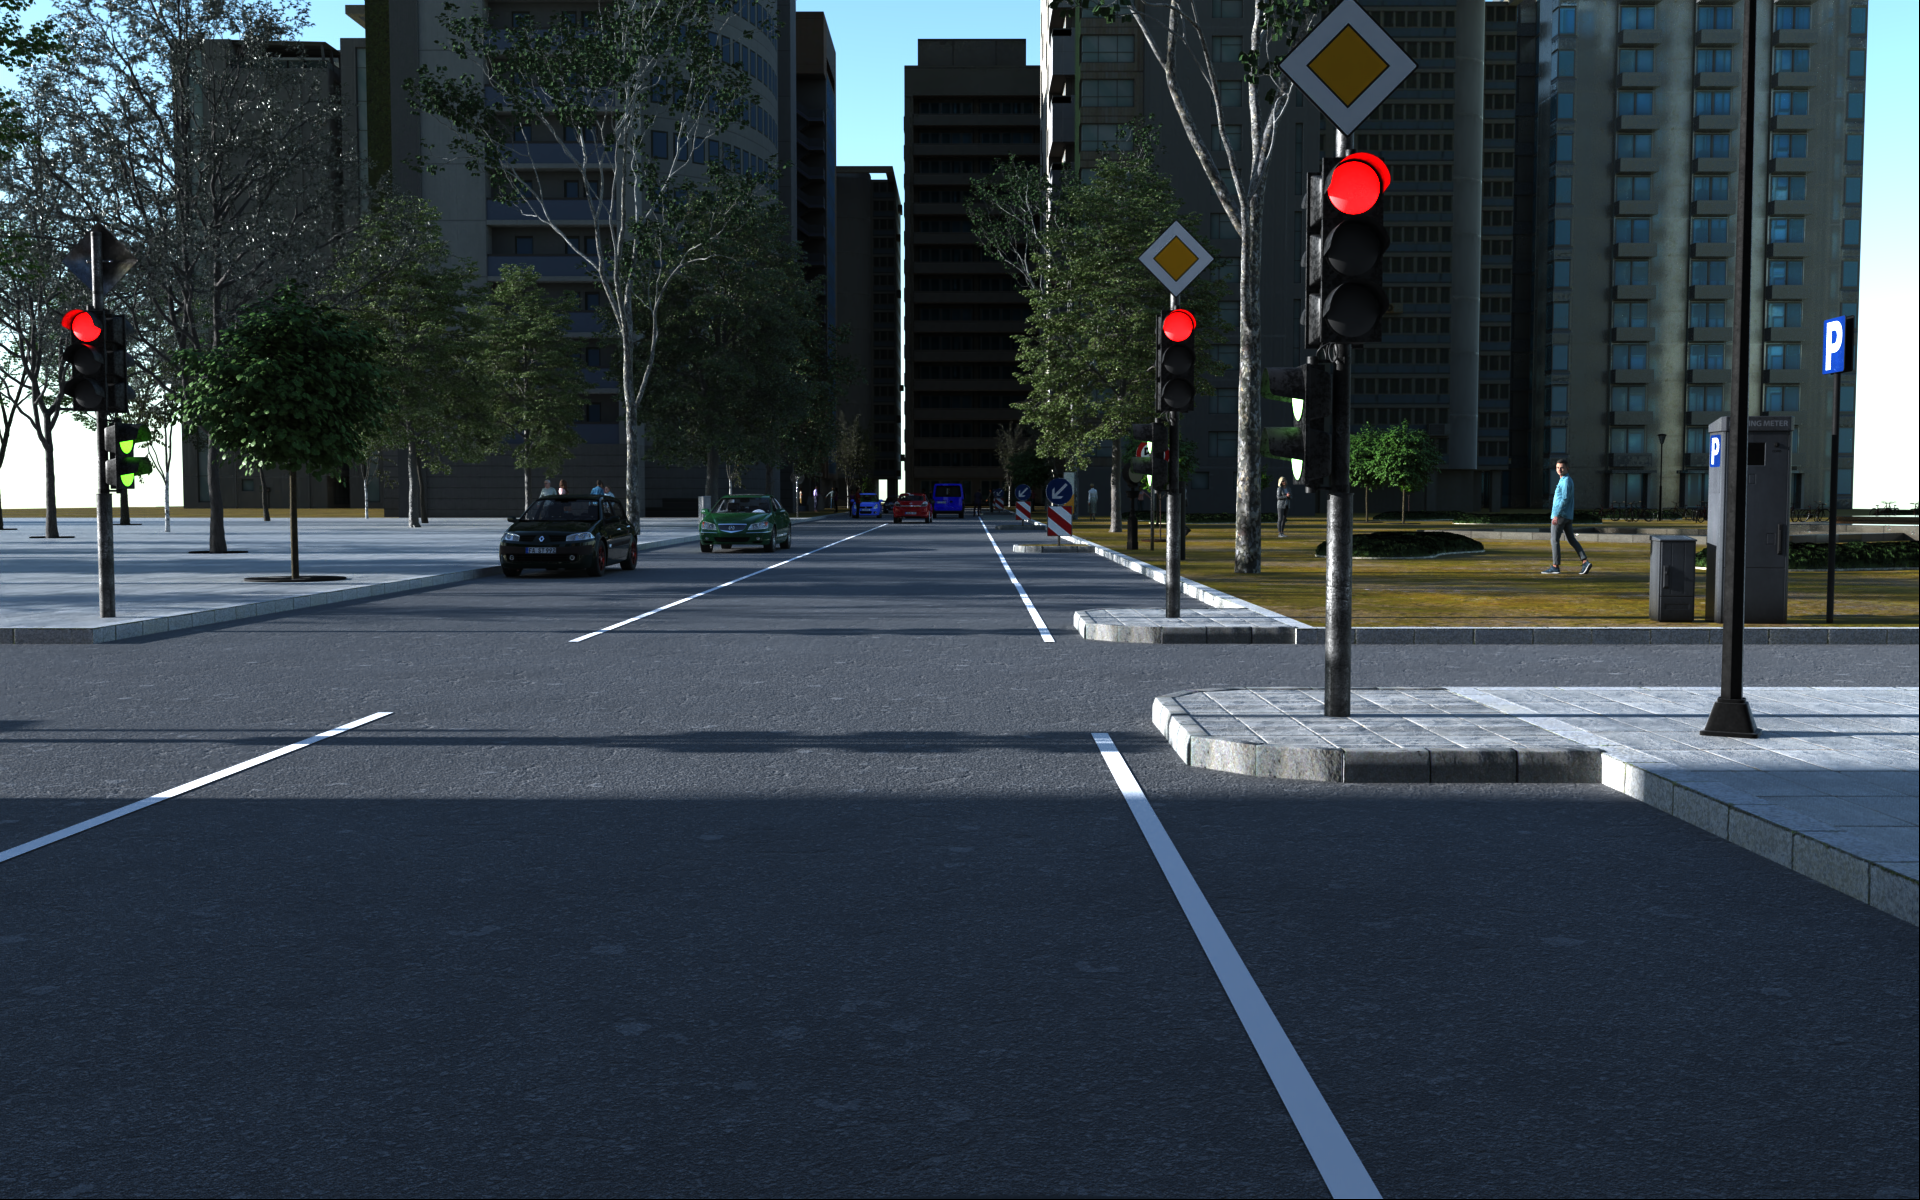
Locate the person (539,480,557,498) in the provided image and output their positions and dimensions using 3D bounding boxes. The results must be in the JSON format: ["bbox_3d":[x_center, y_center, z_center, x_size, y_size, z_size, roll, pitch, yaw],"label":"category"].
[{"bbox_3d":[-14.132,-3.228,59.299,0.782,1.767,0.515,0,4,7],"label":"person"}]

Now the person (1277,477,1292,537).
[{"bbox_3d":[9.708,-2.780,51.682,0.537,1.800,0.526,-1,4,-20],"label":"person"}]

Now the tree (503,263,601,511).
[{"bbox_3d":[-21.652,-10.263,85.925,7.486,12.596,7.792,0,3,0],"label":"tree"}]

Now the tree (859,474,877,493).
[{"bbox_3d":[-9.043,-10.625,168.322,1.663,3.219,1.824,0,3,0],"label":"tree"}]

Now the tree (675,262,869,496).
[{"bbox_3d":[-9.185,-10.179,83.430,9.611,12.733,9.660,0,3,0],"label":"tree"}]

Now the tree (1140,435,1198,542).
[{"bbox_3d":[5.311,-3.180,46.602,1.663,3.219,1.824,0,3,0],"label":"tree"}]

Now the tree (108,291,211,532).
[{"bbox_3d":[-27.111,-6.616,58.537,4.360,8.622,3.978,0,3,0],"label":"tree"}]

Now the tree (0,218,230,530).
[{"bbox_3d":[-34.405,-8.903,71.325,9.928,11.665,9.643,0,3,0],"label":"tree"}]

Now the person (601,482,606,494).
[{"bbox_3d":[-15.081,-4.077,72.715,0.555,1.821,0.388,-2,4,-29],"label":"person"}]

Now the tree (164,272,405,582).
[{"bbox_3d":[-9.848,-2.571,25.754,4.285,4.588,4.351,0,3,0],"label":"tree"}]

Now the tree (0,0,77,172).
[{"bbox_3d":[-16.699,-6.033,24.400,9.928,11.665,9.643,0,3,0],"label":"tree"}]

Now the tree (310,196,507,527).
[{"bbox_3d":[-21.486,-9.070,66.423,7.486,12.596,7.792,0,3,0],"label":"tree"}]

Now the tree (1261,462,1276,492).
[{"bbox_3d":[15.589,-5.916,91.334,1.663,3.219,1.824,0,3,0],"label":"tree"}]

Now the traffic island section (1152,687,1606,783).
[{"bbox_3d":[2.207,0.749,10.033,2.009,0.180,2.903,0,4,0],"label":"traffic island section"}]

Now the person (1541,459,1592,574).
[{"bbox_3d":[9.714,-1.334,27.715,0.748,1.841,0.638,3,4,37],"label":"person"}]

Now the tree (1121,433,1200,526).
[{"bbox_3d":[7.806,-5.223,69.104,4.285,4.588,4.351,0,3,0],"label":"tree"}]

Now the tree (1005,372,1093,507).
[{"bbox_3d":[5.490,-8.949,96.674,4.360,8.622,3.978,0,3,0],"label":"tree"}]

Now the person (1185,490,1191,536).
[{"bbox_3d":[6.669,-2.846,52.671,0.850,1.850,0.679,-2,4,-25],"label":"person"}]

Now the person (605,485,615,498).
[{"bbox_3d":[-13.061,-3.456,64.364,0.589,1.601,0.330,3,5,43],"label":"person"}]

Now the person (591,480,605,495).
[{"bbox_3d":[-12.916,-3.388,61.773,0.601,1.785,0.444,2,4,26],"label":"person"}]

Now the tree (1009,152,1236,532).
[{"bbox_3d":[5.675,-8.553,57.976,7.486,12.596,7.792,0,3,0],"label":"tree"}]

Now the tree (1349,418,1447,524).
[{"bbox_3d":[19.079,-5.532,74.160,4.285,4.588,4.351,0,3,0],"label":"tree"}]

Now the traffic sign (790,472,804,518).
[{"bbox_3d":[-8.729,-5.678,92.940,0.768,2.556,0.104,0,4,6],"label":"traffic sign"}]

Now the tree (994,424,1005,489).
[{"bbox_3d":[5.078,-13.484,170.824,4.360,8.622,3.978,0,3,0],"label":"tree"}]

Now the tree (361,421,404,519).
[{"bbox_3d":[-30.998,-8.574,90.549,4.360,8.622,3.978,0,3,0],"label":"tree"}]

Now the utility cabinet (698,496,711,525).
[{"bbox_3d":[-9.202,-3.133,62.381,0.306,1.237,1.020,-1,4,-19],"label":"utility cabinet"}]

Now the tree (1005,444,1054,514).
[{"bbox_3d":[4.592,-7.986,114.285,4.285,4.588,4.351,0,3,0],"label":"tree"}]

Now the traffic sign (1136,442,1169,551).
[{"bbox_3d":[4.360,-2.391,39.200,0.768,2.556,0.104,0,4,3],"label":"traffic sign"}]

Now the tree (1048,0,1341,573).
[{"bbox_3d":[3.482,-10.554,28.451,12.611,20.169,13.585,0,3,0],"label":"tree"}]

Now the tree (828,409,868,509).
[{"bbox_3d":[-9.736,-12.192,149.696,4.360,8.622,3.978,0,3,0],"label":"tree"}]

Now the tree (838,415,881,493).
[{"bbox_3d":[-9.073,-12.709,158.161,4.737,8.622,4.395,0,3,0],"label":"tree"}]

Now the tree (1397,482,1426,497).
[{"bbox_3d":[23.914,-5.967,92.167,1.663,3.219,1.824,0,3,0],"label":"tree"}]

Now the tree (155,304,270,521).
[{"bbox_3d":[-33.236,-9.037,82.165,7.601,10.594,8.767,2,4,25],"label":"tree"}]

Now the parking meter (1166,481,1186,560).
[{"bbox_3d":[4.206,-1.548,33.728,0.372,1.533,0.369,0,3,0],"label":"parking meter"}]

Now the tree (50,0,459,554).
[{"bbox_3d":[-16.234,-7.752,37.110,12.009,13.543,11.850,0,3,0],"label":"tree"}]

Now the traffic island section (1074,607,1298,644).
[{"bbox_3d":[2.236,0.261,18.018,2.009,0.180,2.903,0,4,0],"label":"traffic island section"}]

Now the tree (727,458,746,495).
[{"bbox_3d":[-11.822,-8.596,90.899,4.360,8.622,3.978,0,3,0],"label":"tree"}]

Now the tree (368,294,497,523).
[{"bbox_3d":[-23.865,-8.661,76.020,7.601,10.594,8.767,1,4,18],"label":"tree"}]

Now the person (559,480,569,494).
[{"bbox_3d":[-12.885,-3.025,56.084,0.643,1.750,0.593,-2,4,-23],"label":"person"}]

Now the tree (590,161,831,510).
[{"bbox_3d":[-9.796,-9.888,68.319,9.857,13.997,8.962,0,3,0],"label":"tree"}]

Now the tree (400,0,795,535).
[{"bbox_3d":[-11.170,-12.045,52.826,12.611,20.169,13.585,0,3,0],"label":"tree"}]

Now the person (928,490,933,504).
[{"bbox_3d":[-2.251,-7.987,139.622,0.617,1.759,0.750,-3,5,-40],"label":"person"}]

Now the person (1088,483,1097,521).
[{"bbox_3d":[6.410,-4.729,83.592,0.478,1.798,0.641,0,4,-1],"label":"person"}]
